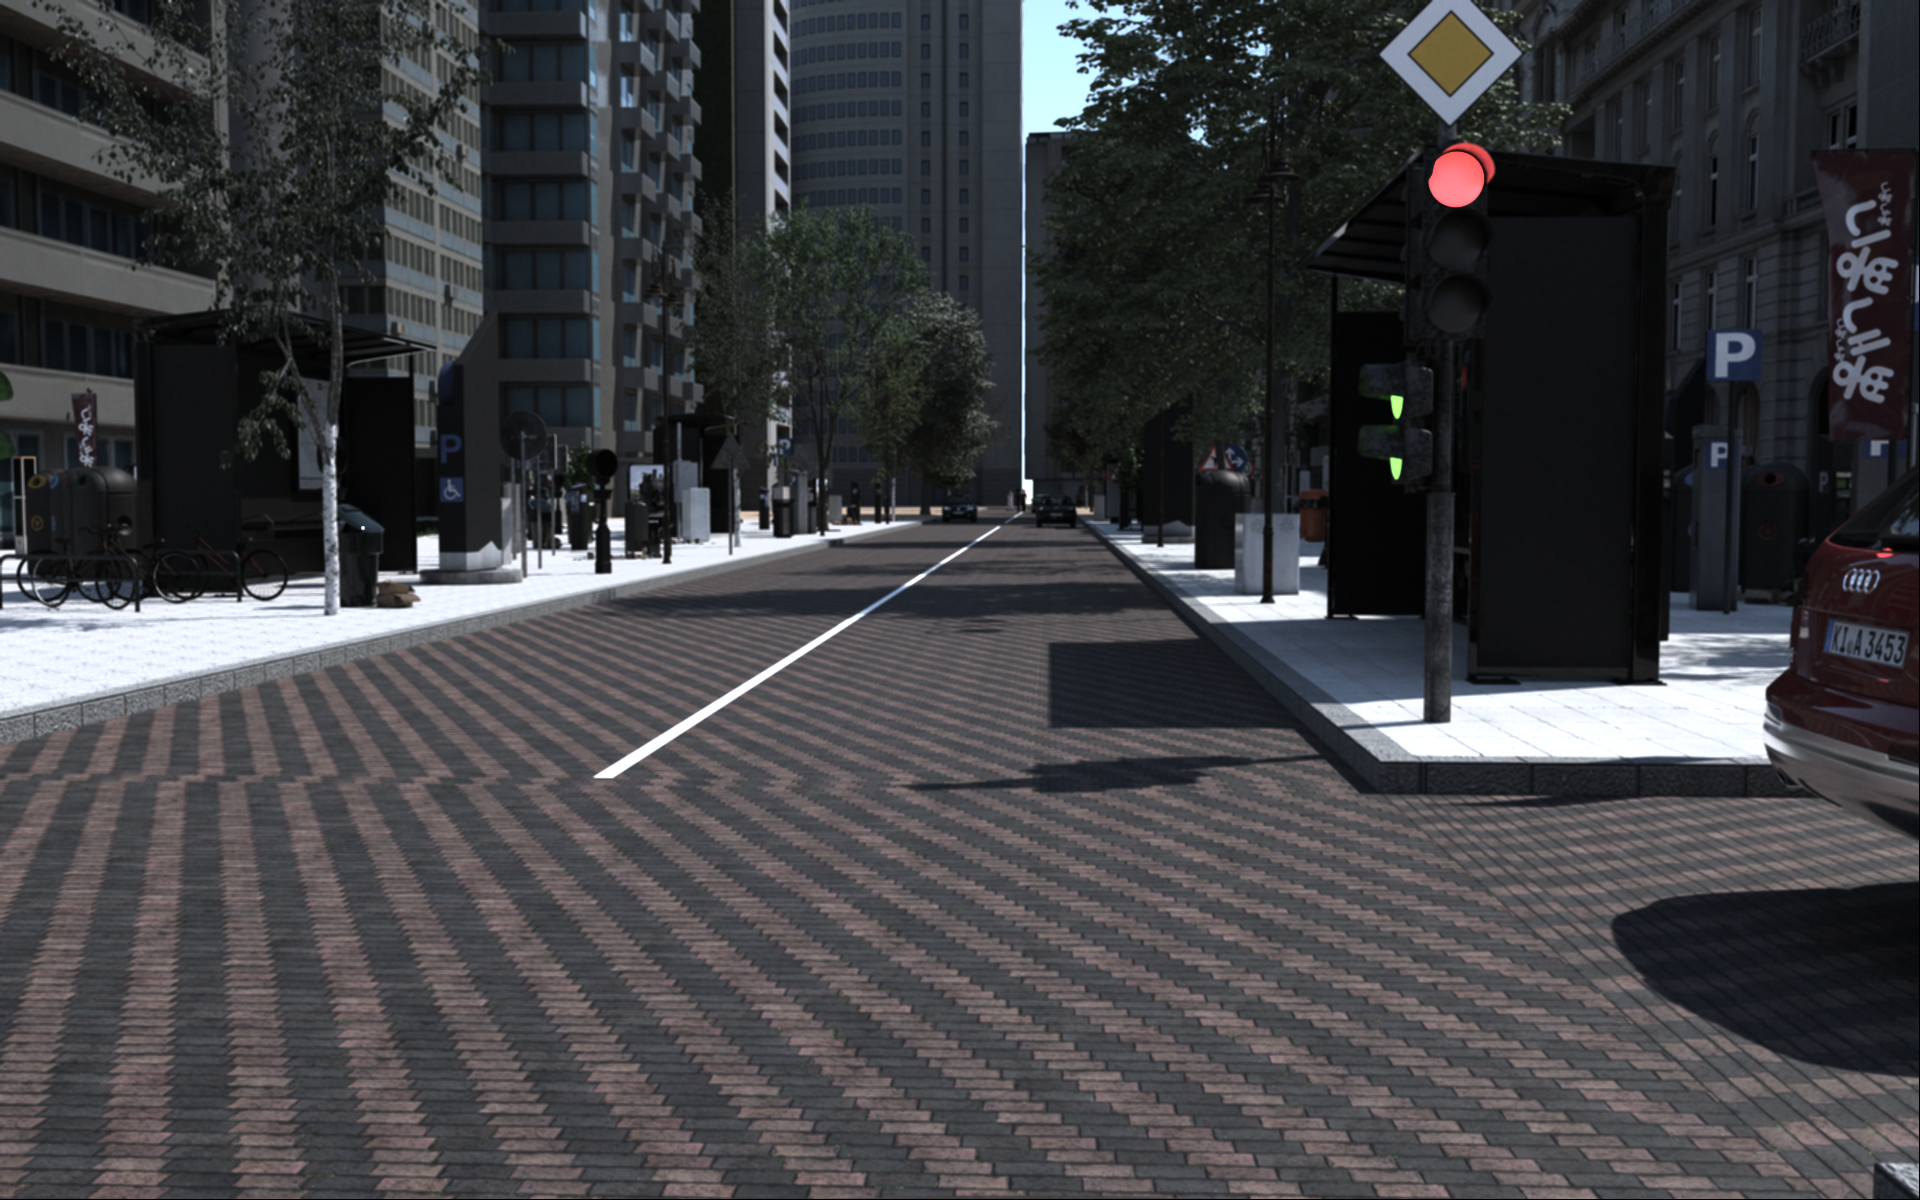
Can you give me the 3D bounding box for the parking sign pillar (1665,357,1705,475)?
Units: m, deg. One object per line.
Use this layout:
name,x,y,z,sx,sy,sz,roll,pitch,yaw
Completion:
parking sign pillar,14.062,-2.776,33.862,1.447,3.967,1.447,-3,5,-44

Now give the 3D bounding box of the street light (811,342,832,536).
street light,-4.218,-4.901,52.918,0.468,5.910,1.993,0,4,3

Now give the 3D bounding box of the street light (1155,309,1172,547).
street light,4.855,-4.220,41.778,0.468,5.910,1.993,0,4,3

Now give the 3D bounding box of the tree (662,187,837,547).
tree,-5.313,-5.590,41.763,4.360,8.622,3.978,0,3,0

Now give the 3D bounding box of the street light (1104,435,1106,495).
street light,7.052,-6.822,84.327,0.468,5.910,1.993,0,4,3

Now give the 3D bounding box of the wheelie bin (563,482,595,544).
wheelie bin,-9.848,-2.255,44.776,0.693,1.594,0.980,0,4,2

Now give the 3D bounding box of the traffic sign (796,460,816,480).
traffic sign,-5.785,-3.981,65.194,0.768,2.556,0.104,0,4,5

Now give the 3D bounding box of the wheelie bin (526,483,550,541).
wheelie bin,-11.734,-2.458,48.094,0.693,1.594,0.980,-1,4,-13

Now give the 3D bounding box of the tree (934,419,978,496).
tree,-0.662,-11.057,131.138,4.360,8.622,3.978,0,3,0

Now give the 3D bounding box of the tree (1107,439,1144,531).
tree,5.986,-4.023,60.373,1.663,3.219,1.824,0,3,0

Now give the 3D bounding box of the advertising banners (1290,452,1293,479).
advertising banners,13.692,-4.663,72.432,0.090,3.025,2.074,0,4,-1

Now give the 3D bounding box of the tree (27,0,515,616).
tree,-6.885,-4.140,18.053,4.360,8.622,3.978,0,3,0

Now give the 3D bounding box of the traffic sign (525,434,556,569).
traffic sign,-7.223,-1.688,29.733,0.606,2.300,0.079,1,4,12

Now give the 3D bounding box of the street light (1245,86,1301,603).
street light,3.621,-2.901,20.218,0.468,5.910,1.993,0,4,3

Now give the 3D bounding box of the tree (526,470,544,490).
tree,-15.337,-4.288,64.709,1.663,3.219,1.824,0,3,0

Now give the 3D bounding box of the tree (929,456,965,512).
tree,-1.116,-8.645,125.063,4.285,4.588,4.351,0,3,0

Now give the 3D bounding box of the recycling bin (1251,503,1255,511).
recycling bin,7.918,-2.256,49.433,0.722,1.027,0.722,-2,4,-29

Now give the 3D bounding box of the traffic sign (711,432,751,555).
traffic sign,-4.827,-2.226,36.392,0.884,2.594,0.081,1,4,13

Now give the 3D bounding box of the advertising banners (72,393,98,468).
advertising banners,-14.495,-2.068,29.997,2.074,3.025,0.090,1,4,16

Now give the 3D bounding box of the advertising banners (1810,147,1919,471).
advertising banners,5.348,-0.770,8.771,2.074,3.025,0.090,0,4,7

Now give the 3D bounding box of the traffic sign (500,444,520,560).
traffic sign,-8.699,-2.057,33.739,0.768,2.556,0.104,1,4,9

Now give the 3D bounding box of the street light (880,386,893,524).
street light,-3.108,-6.195,74.077,0.468,5.910,1.993,0,4,3

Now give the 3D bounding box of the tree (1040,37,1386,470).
tree,5.151,-6.180,35.462,7.601,10.594,8.767,1,4,14

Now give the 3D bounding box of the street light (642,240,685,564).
street light,-5.406,-3.607,31.762,0.468,5.910,1.993,0,4,3

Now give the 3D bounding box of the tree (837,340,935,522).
tree,-3.314,-7.931,80.036,4.737,8.622,4.395,0,3,0

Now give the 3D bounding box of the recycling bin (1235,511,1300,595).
recycling bin,3.962,-0.600,22.369,0.722,1.027,0.722,0,4,0

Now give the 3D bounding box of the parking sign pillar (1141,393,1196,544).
parking sign pillar,5.457,-3.464,45.101,1.447,3.967,1.447,1,4,17

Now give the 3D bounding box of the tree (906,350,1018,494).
tree,0.026,-14.474,147.022,12.009,13.543,11.850,0,3,0

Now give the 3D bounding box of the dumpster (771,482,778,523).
dumpster,-7.595,-4.300,76.068,1.264,1.857,1.865,0,4,3

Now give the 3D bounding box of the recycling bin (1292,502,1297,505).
recycling bin,10.345,-2.560,54.403,0.722,1.027,0.722,3,5,44

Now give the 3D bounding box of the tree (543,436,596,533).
tree,-12.640,-3.873,57.918,1.663,3.219,1.824,0,3,0

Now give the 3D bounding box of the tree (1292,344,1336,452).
tree,16.971,-7.594,74.529,4.360,8.622,3.978,0,3,0

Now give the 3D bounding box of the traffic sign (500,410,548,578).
traffic sign,-6.667,-1.610,26.428,0.768,2.556,0.104,0,4,7

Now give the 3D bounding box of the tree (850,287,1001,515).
tree,-2.100,-12.277,107.382,9.857,13.997,8.962,0,3,0

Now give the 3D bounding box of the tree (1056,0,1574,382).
tree,5.123,-6.579,25.688,7.486,12.596,7.792,0,3,0

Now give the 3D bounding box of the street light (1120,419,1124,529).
street light,5.914,-5.528,63.169,0.468,5.910,1.993,0,4,3

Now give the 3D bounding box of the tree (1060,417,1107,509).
tree,10.633,-11.998,146.524,4.737,8.622,4.395,0,3,0

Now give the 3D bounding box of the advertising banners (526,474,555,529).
advertising banners,-15.557,-4.074,62.805,2.074,3.025,0.090,-1,4,-18

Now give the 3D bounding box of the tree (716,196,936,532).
tree,-4.650,-8.184,59.565,9.928,11.665,9.643,0,3,0

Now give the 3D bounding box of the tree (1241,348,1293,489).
tree,14.895,-8.029,81.637,4.360,8.622,3.978,0,3,0
